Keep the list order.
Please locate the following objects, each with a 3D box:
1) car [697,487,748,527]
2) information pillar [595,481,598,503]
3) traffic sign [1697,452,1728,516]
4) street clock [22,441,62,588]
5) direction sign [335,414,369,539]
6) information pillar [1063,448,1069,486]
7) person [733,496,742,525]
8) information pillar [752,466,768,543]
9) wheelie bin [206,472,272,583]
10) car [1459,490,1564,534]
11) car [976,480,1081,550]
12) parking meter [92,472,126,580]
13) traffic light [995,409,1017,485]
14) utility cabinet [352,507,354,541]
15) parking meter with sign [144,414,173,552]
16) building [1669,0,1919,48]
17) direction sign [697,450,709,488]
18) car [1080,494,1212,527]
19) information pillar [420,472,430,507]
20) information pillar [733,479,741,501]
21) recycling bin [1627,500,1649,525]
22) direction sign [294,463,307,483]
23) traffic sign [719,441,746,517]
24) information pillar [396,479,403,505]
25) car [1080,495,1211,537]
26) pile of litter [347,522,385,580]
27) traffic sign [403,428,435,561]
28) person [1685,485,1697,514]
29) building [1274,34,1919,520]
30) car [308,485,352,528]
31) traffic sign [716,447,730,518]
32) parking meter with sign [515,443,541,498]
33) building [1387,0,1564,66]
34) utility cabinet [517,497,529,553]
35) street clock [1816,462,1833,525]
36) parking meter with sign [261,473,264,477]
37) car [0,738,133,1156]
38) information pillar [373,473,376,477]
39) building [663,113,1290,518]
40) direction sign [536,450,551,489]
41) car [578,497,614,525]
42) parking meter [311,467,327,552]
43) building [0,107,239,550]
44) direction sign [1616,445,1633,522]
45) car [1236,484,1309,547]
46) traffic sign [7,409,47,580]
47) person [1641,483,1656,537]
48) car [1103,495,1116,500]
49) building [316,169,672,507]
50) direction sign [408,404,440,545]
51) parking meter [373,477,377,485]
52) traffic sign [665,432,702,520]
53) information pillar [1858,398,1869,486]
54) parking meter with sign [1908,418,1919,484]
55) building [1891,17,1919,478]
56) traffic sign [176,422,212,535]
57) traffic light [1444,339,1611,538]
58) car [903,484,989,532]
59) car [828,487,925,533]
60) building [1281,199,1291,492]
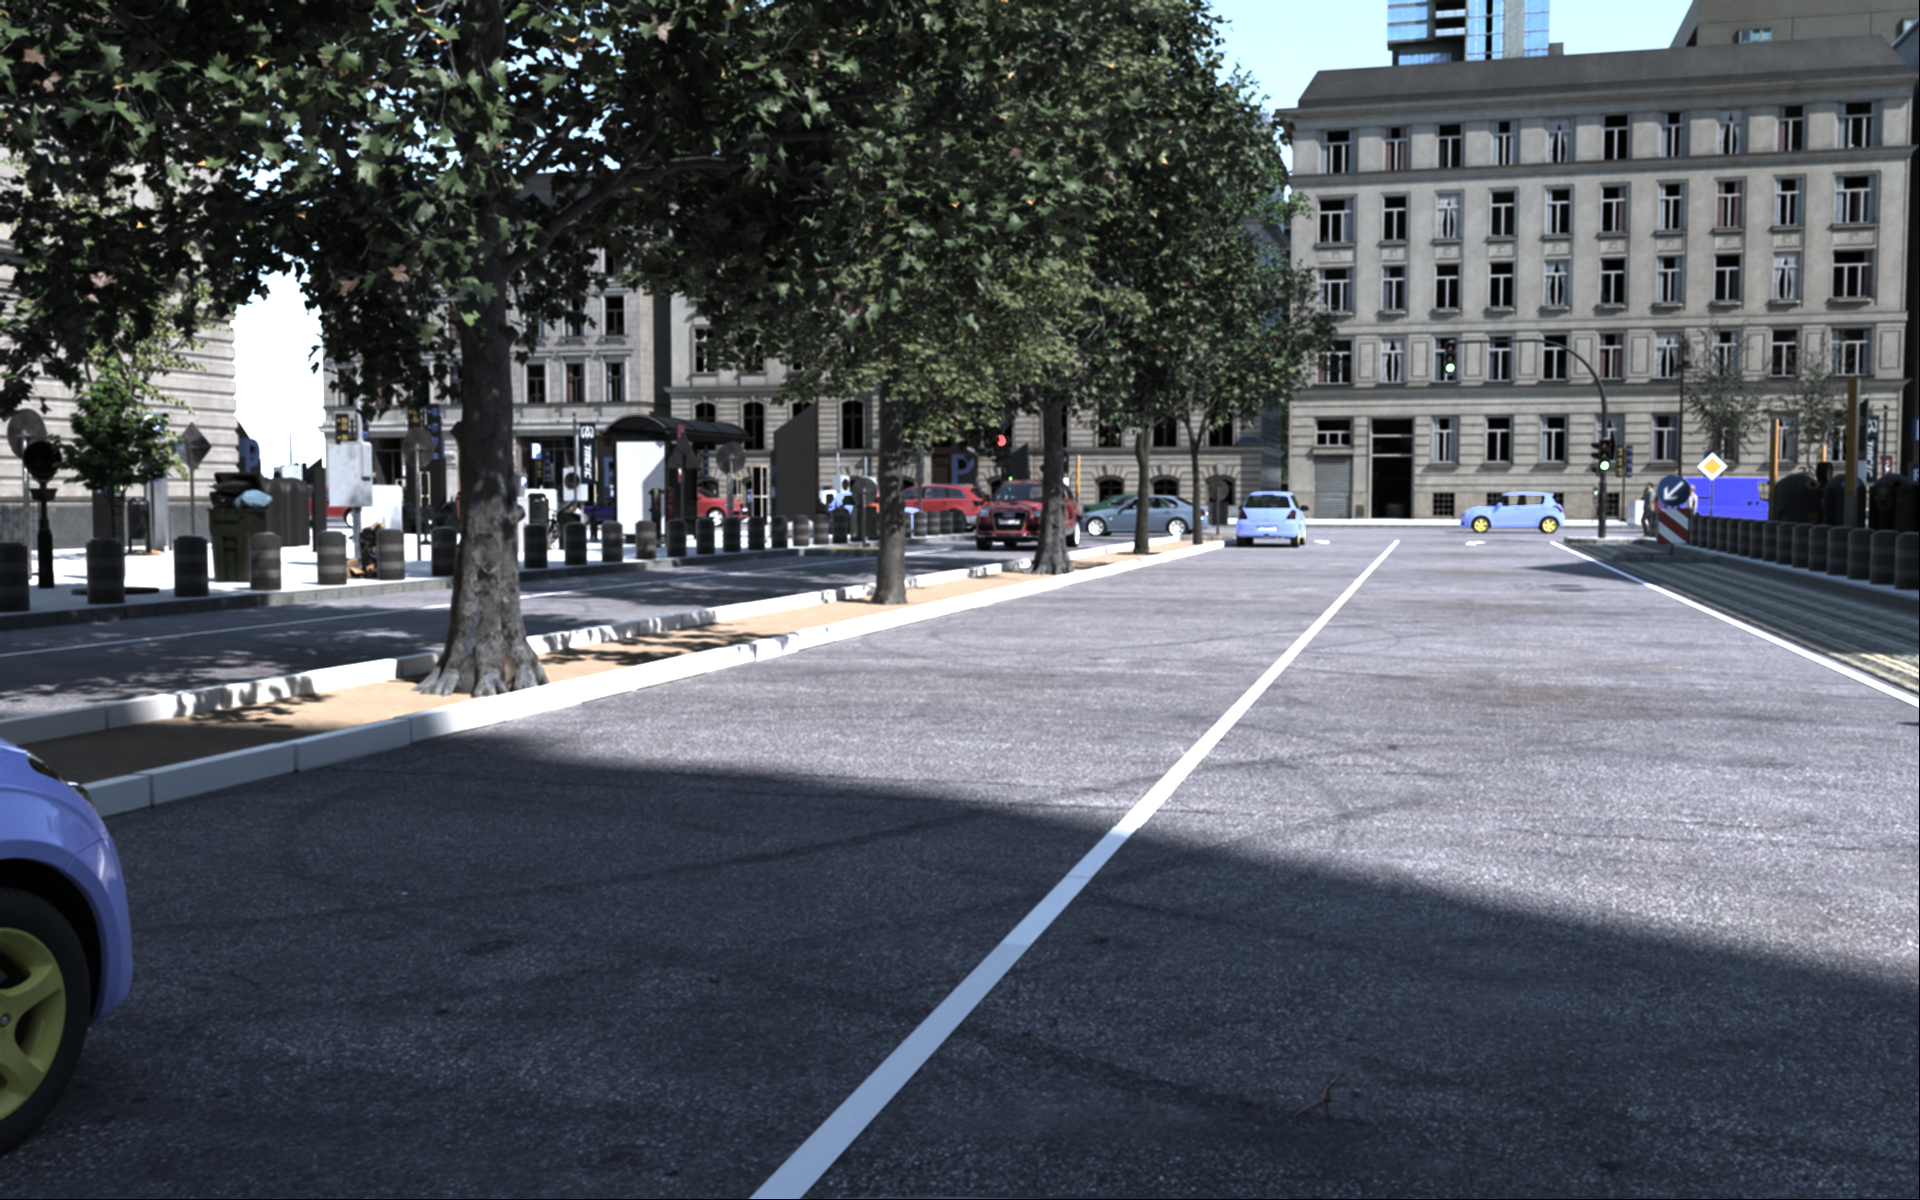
[{"bbox_3d":[-11.931,-4.154,76.591,5.304,1.827,2.281,1,4,16],"label":"car"},{"bbox_3d":[-19.812,-5.545,95.150,0.304,2.012,0.304,2,4,29],"label":"information pillar"},{"bbox_3d":[20.668,-2.841,47.633,0.795,2.450,0.064,1,4,22],"label":"traffic sign"},{"bbox_3d":[-12.483,-1.164,23.604,0.471,2.002,0.358,-2,4,-30],"label":"street clock"},{"bbox_3d":[-17.160,-3.485,48.976,0.876,3.537,0.379,-2,4,-24],"label":"direction sign"},{"bbox_3d":[5.393,-5.952,88.664,0.183,3.616,0.504,2,4,35],"label":"information pillar"},{"bbox_3d":[-10.302,-4.118,79.733,0.340,1.345,0.435,3,4,37],"label":"person"},{"bbox_3d":[-5.235,-2.498,45.334,0.304,2.012,0.304,2,4,24],"label":"information pillar"},{"bbox_3d":[-10.510,-1.062,25.265,0.980,1.594,0.693,0,4,3],"label":"wheelie bin"},{"bbox_3d":[20.347,-3.321,63.895,3.694,1.707,1.945,1,4,15],"label":"car"},{"bbox_3d":[1.846,-2.257,45.572,2.281,1.827,5.304,1,4,14],"label":"car"},{"bbox_3d":[-12.626,-1.222,25.696,0.399,1.863,0.255,1,4,14],"label":"parking meter"},{"bbox_3d":[1.385,-4.054,55.196,0.839,4.253,0.868,1,4,15],"label":"traffic light"},{"bbox_3d":[-15.896,-2.279,45.938,0.318,1.500,1.173,-2,4,-28],"label":"utility cabinet"},{"bbox_3d":[-17.798,-2.577,38.392,0.543,3.016,1.738,-1,4,-18],"label":"parking meter with sign"},{"bbox_3d":[76.970,-32.692,158.213,21.300,48.544,21.600,1,4,15],"label":"building"},{"bbox_3d":[-13.417,-6.003,90.141,0.876,3.537,0.379,2,4,34],"label":"direction sign"},{"bbox_3d":[6.892,-3.200,64.119,4.920,1.459,2.131,1,4,17],"label":"car"},{"bbox_3d":[-17.903,-3.272,57.993,0.304,2.012,0.304,-1,4,-15],"label":"information pillar"},{"bbox_3d":[-10.636,-4.778,82.615,0.304,2.012,0.304,2,4,30],"label":"information pillar"},{"bbox_3d":[27.884,-3.579,71.066,0.722,1.027,0.722,0,4,-3],"label":"recycling bin"},{"bbox_3d":[-47.626,-8.144,125.150,0.876,3.537,0.379,-1,4,-18],"label":"direction sign"},{"bbox_3d":[-5.536,-2.561,41.970,0.768,2.556,0.104,2,4,25],"label":"traffic sign"},{"bbox_3d":[-28.049,-5.027,86.682,0.304,2.012,0.304,-2,4,-25],"label":"information pillar"},{"bbox_3d":[6.255,-2.861,58.782,4.499,1.417,2.014,1,4,17],"label":"car"},{"bbox_3d":[-9.340,-0.786,26.820,1.176,0.858,1.719,1,4,9],"label":"pile of litter"},{"bbox_3d":[-10.441,-2.034,33.363,0.768,2.556,0.104,2,4,23],"label":"traffic sign"},{"bbox_3d":[24.346,-2.965,57.657,0.598,1.740,0.731,-2,4,-25],"label":"person"},{"bbox_3d":[32.510,-15.807,91.731,30.059,22.955,16.112,1,4,15],"label":"building"},{"bbox_3d":[-26.806,-4.001,74.086,5.304,1.827,2.281,1,4,15],"label":"car"},{"bbox_3d":[-5.859,-2.678,43.891,0.768,2.556,0.104,1,4,22],"label":"traffic sign"},{"bbox_3d":[-15.242,-3.867,59.481,1.738,3.016,0.543,2,4,24],"label":"parking meter with sign"},{"bbox_3d":[73.207,-57.270,249.042,31.000,86.520,22.319,1,4,15],"label":"building"},{"bbox_3d":[-9.739,-1.643,38.018,0.306,1.237,1.020,0,4,4],"label":"utility cabinet"},{"bbox_3d":[19.463,-2.108,39.033,0.358,2.002,0.471,3,5,41],"label":"street clock"},{"bbox_3d":[-25.391,-4.040,62.316,1.738,3.016,0.543,-1,4,-19],"label":"parking meter with sign"},{"bbox_3d":[-3.178,0.412,2.855,1.945,1.707,3.694,1,4,17],"label":"car"},{"bbox_3d":[-20.104,-3.344,59.172,0.304,2.012,0.304,0,4,-7],"label":"information pillar"},{"bbox_3d":[0.938,-17.177,99.936,34.723,24.649,14.460,1,4,15],"label":"building"},{"bbox_3d":[-21.426,-5.937,89.061,0.876,3.537,0.379,1,4,23],"label":"direction sign"},{"bbox_3d":[-16.127,-4.173,80.808,3.894,1.354,1.945,1,4,14],"label":"car"},{"bbox_3d":[-14.128,-1.985,38.172,0.255,1.863,0.399,-2,4,-30],"label":"parking meter"},{"bbox_3d":[-29.276,-13.114,43.298,19.941,23.489,11.050,1,4,15],"label":"building"},{"bbox_3d":[30.904,-5.422,80.645,0.876,3.537,0.379,-1,4,-18],"label":"direction sign"},{"bbox_3d":[8.640,-2.345,47.932,1.945,1.707,3.694,1,4,15],"label":"car"},{"bbox_3d":[-13.911,-1.572,25.805,0.768,2.556,0.104,1,4,20],"label":"traffic sign"},{"bbox_3d":[22.502,-2.935,56.676,0.592,1.802,0.473,-3,5,-45],"label":"person"},{"bbox_3d":[7.379,-3.568,68.128,4.222,1.686,2.009,1,4,16],"label":"car"},{"bbox_3d":[-36.257,-15.774,108.807,40.483,20.767,10.553,1,4,15],"label":"building"},{"bbox_3d":[-13.466,-3.154,43.565,0.876,3.537,0.379,1,4,15],"label":"direction sign"},{"bbox_3d":[-17.428,-2.786,51.267,0.399,1.863,0.255,-1,4,-14],"label":"parking meter"},{"bbox_3d":[-5.806,-2.218,36.261,0.884,2.594,0.081,1,4,23],"label":"traffic sign"},{"bbox_3d":[21.996,-3.126,42.473,0.183,3.616,0.504,-2,4,-34],"label":"information pillar"},{"bbox_3d":[21.553,-2.609,38.916,0.543,3.016,1.738,2,4,35],"label":"parking meter with sign"},{"bbox_3d":[58.540,-17.785,84.284,24.014,27.812,14.314,1,4,15],"label":"building"},{"bbox_3d":[-12.329,-1.629,27.823,0.795,2.450,0.064,1,4,21],"label":"traffic sign"},{"bbox_3d":[16.656,-4.659,50.835,4.771,5.953,1.251,1,4,15],"label":"traffic light"},{"bbox_3d":[-1.360,-3.484,65.632,5.304,1.827,2.281,1,4,17],"label":"car"},{"bbox_3d":[-2.892,-3.133,60.822,3.694,1.707,1.945,1,4,17],"label":"car"},{"bbox_3d":[43.936,-36.863,257.337,28.867,44.769,22.147,1,4,15],"label":"building"}]
